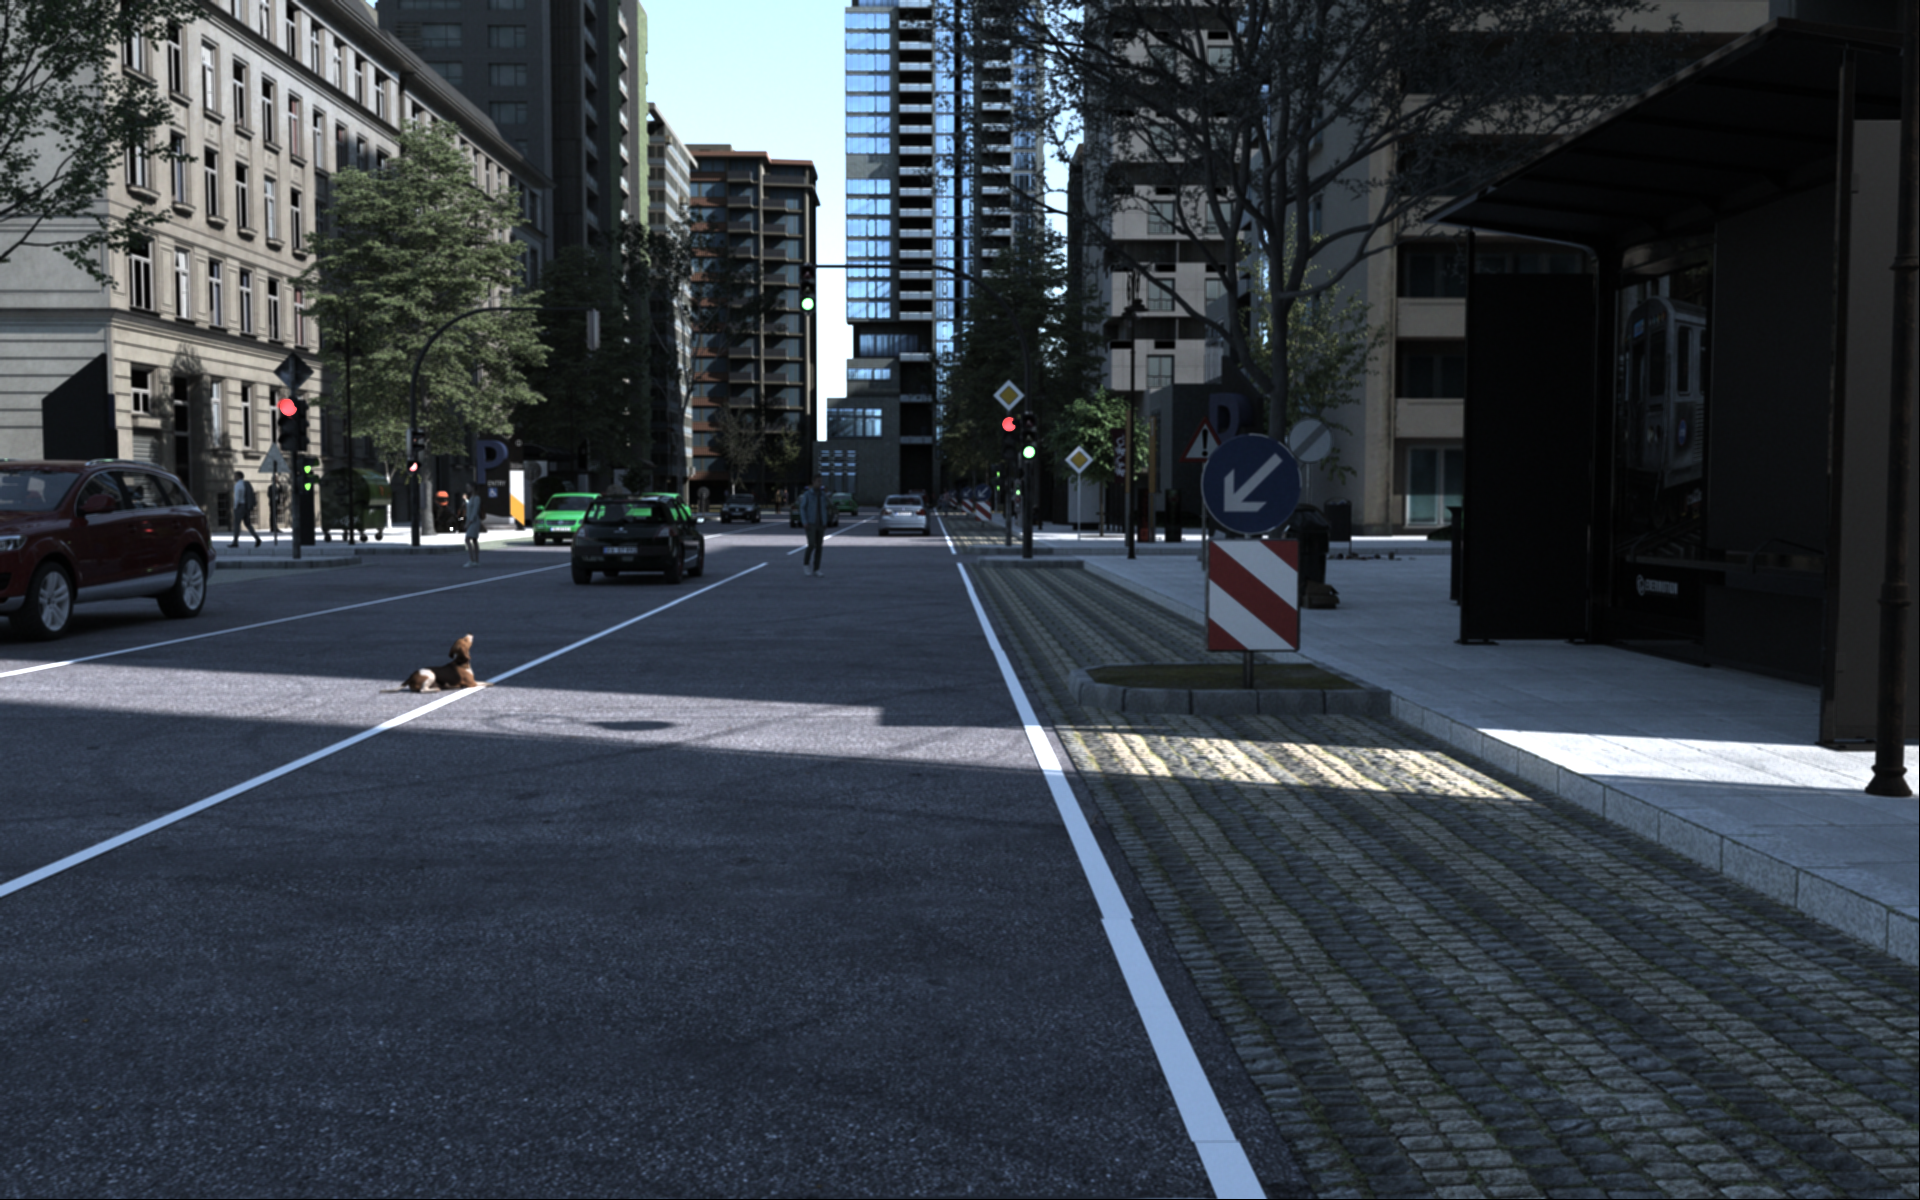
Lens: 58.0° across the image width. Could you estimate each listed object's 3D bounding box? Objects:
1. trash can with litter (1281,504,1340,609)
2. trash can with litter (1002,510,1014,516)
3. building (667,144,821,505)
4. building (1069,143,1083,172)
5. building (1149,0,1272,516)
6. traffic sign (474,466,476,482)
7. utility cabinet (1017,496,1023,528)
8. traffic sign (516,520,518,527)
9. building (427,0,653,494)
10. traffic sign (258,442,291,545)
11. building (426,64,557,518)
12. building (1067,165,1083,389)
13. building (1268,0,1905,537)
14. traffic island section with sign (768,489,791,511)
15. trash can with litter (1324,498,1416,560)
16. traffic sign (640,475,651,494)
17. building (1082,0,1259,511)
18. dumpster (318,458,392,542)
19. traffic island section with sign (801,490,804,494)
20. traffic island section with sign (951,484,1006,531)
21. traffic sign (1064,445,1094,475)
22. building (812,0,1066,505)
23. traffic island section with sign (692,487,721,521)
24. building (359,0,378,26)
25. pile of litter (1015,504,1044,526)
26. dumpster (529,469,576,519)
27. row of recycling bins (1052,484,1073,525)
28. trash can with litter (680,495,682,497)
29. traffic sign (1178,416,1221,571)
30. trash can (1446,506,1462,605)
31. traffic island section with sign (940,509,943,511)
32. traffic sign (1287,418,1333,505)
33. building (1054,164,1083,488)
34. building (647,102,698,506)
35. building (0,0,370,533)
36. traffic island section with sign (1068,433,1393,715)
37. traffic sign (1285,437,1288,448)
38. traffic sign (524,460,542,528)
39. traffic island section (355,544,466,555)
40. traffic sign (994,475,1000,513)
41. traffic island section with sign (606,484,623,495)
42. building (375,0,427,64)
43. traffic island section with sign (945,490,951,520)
[{"bbox_3d":[4.056,-0.509,19.704,0.624,1.170,1.055,-1,4,-9],"label":"trash can with litter"},{"bbox_3d":[2.863,-5.435,100.245,0.624,1.170,1.055,2,4,27],"label":"trash can with litter"},{"bbox_3d":[-32.452,-34.539,219.329,28.867,44.769,22.147,0,4,-1],"label":"building"},{"bbox_3d":[21.154,-34.609,215.961,14.200,45.320,14.600,0,4,-1],"label":"building"},{"bbox_3d":[23.627,-47.779,93.851,22.319,86.520,31.000,0,4,-1],"label":"building"},{"bbox_3d":[-17.661,-3.784,64.006,0.606,2.300,0.079,0,4,6],"label":"traffic sign"},{"bbox_3d":[2.380,-3.368,66.231,0.306,1.237,1.020,0,4,-6],"label":"utility cabinet"},{"bbox_3d":[-17.096,-4.076,66.757,0.768,2.556,0.104,0,4,8],"label":"traffic sign"},{"bbox_3d":[-32.793,-27.790,137.959,14.154,41.232,14.086,0,4,-1],"label":"building"},{"bbox_3d":[-17.101,-2.643,43.212,0.884,2.594,0.081,1,4,8],"label":"traffic sign"},{"bbox_3d":[-33.114,-15.972,94.428,16.112,22.955,30.059,0,4,-1],"label":"building"},{"bbox_3d":[16.358,-23.423,154.670,14.160,30.474,14.107,0,4,-1],"label":"building"},{"bbox_3d":[22.488,-26.781,61.568,21.600,48.544,21.300,0,4,-1],"label":"building"},{"bbox_3d":[-14.876,-8.285,144.093,1.989,1.847,2.006,0,4,-1],"label":"traffic island section with sign"},{"bbox_3d":[7.797,-1.403,33.994,2.233,1.210,1.678,1,4,19],"label":"trash can with litter"},{"bbox_3d":[-16.662,-5.474,91.633,0.606,2.300,0.079,0,4,2],"label":"traffic sign"},{"bbox_3d":[23.967,-33.254,132.941,28.713,52.752,27.495,0,4,-1],"label":"building"},{"bbox_3d":[-16.366,-2.706,46.741,1.502,2.255,1.985,0,4,-1],"label":"dumpster"},{"bbox_3d":[-15.372,-9.934,171.043,1.989,1.847,2.006,0,4,-1],"label":"traffic island section with sign"},{"bbox_3d":[0.763,-3.583,67.202,1.989,1.847,2.006,0,4,-1],"label":"traffic island section with sign"},{"bbox_3d":[3.214,-2.858,46.465,0.795,2.593,0.064,0,4,7],"label":"traffic sign"},{"bbox_3d":[-2.516,-55.384,218.202,31.000,86.520,22.319,0,4,-1],"label":"building"},{"bbox_3d":[-13.952,-5.239,94.278,1.989,1.847,2.006,0,4,-1],"label":"traffic island section with sign"},{"bbox_3d":[-61.528,-33.639,173.704,21.600,48.544,21.300,0,4,-1],"label":"building"},{"bbox_3d":[2.840,-3.498,71.162,1.176,0.858,1.719,0,4,-1],"label":"pile of litter"},{"bbox_3d":[-16.026,-4.013,68.107,1.502,2.255,1.985,0,4,-1],"label":"dumpster"},{"bbox_3d":[4.625,-4.001,72.532,1.069,1.692,3.534,-1,4,-12],"label":"row of recycling bins"},{"bbox_3d":[-17.138,-5.740,104.907,1.678,1.210,2.233,-3,5,-44],"label":"trash can with litter"},{"bbox_3d":[4.078,-1.768,28.917,0.884,2.594,0.081,0,4,-1],"label":"traffic sign"},{"bbox_3d":[5.973,-0.508,19.957,0.748,1.137,0.748,0,3,0],"label":"trash can"},{"bbox_3d":[-0.665,-8.331,144.839,1.989,1.847,2.006,0,4,-1],"label":"traffic island section with sign"},{"bbox_3d":[5.839,-1.766,28.985,0.768,2.556,0.104,0,4,-1],"label":"traffic sign"},{"bbox_3d":[25.263,-29.481,173.901,32.217,40.220,23.993,0,4,-1],"label":"building"},{"bbox_3d":[-38.628,-29.155,168.566,23.993,40.220,32.217,0,4,-1],"label":"building"},{"bbox_3d":[-32.271,-14.127,64.261,16.112,22.955,30.059,0,4,-1],"label":"building"},{"bbox_3d":[1.787,-0.212,12.101,1.989,1.847,2.006,0,4,-1],"label":"traffic island section with sign"},{"bbox_3d":[5.607,-1.741,30.595,0.606,2.300,0.079,1,4,9],"label":"traffic sign"},{"bbox_3d":[-16.253,-4.011,65.693,0.768,2.556,0.104,0,4,1],"label":"traffic sign"},{"bbox_3d":[-13.322,-1.227,42.345,2.009,0.180,2.903,0,4,-1],"label":"traffic island section"},{"bbox_3d":[2.638,-7.158,117.144,0.768,2.556,0.104,0,4,2],"label":"traffic sign"},{"bbox_3d":[-13.458,-3.590,67.327,1.989,1.847,2.006,0,4,-1],"label":"traffic island section with sign"},{"bbox_3d":[-32.271,-26.914,123.633,14.154,41.232,14.086,0,4,-1],"label":"building"},{"bbox_3d":[0.272,-5.231,94.153,1.989,1.847,2.006,0,4,-1],"label":"traffic island section with sign"}]
